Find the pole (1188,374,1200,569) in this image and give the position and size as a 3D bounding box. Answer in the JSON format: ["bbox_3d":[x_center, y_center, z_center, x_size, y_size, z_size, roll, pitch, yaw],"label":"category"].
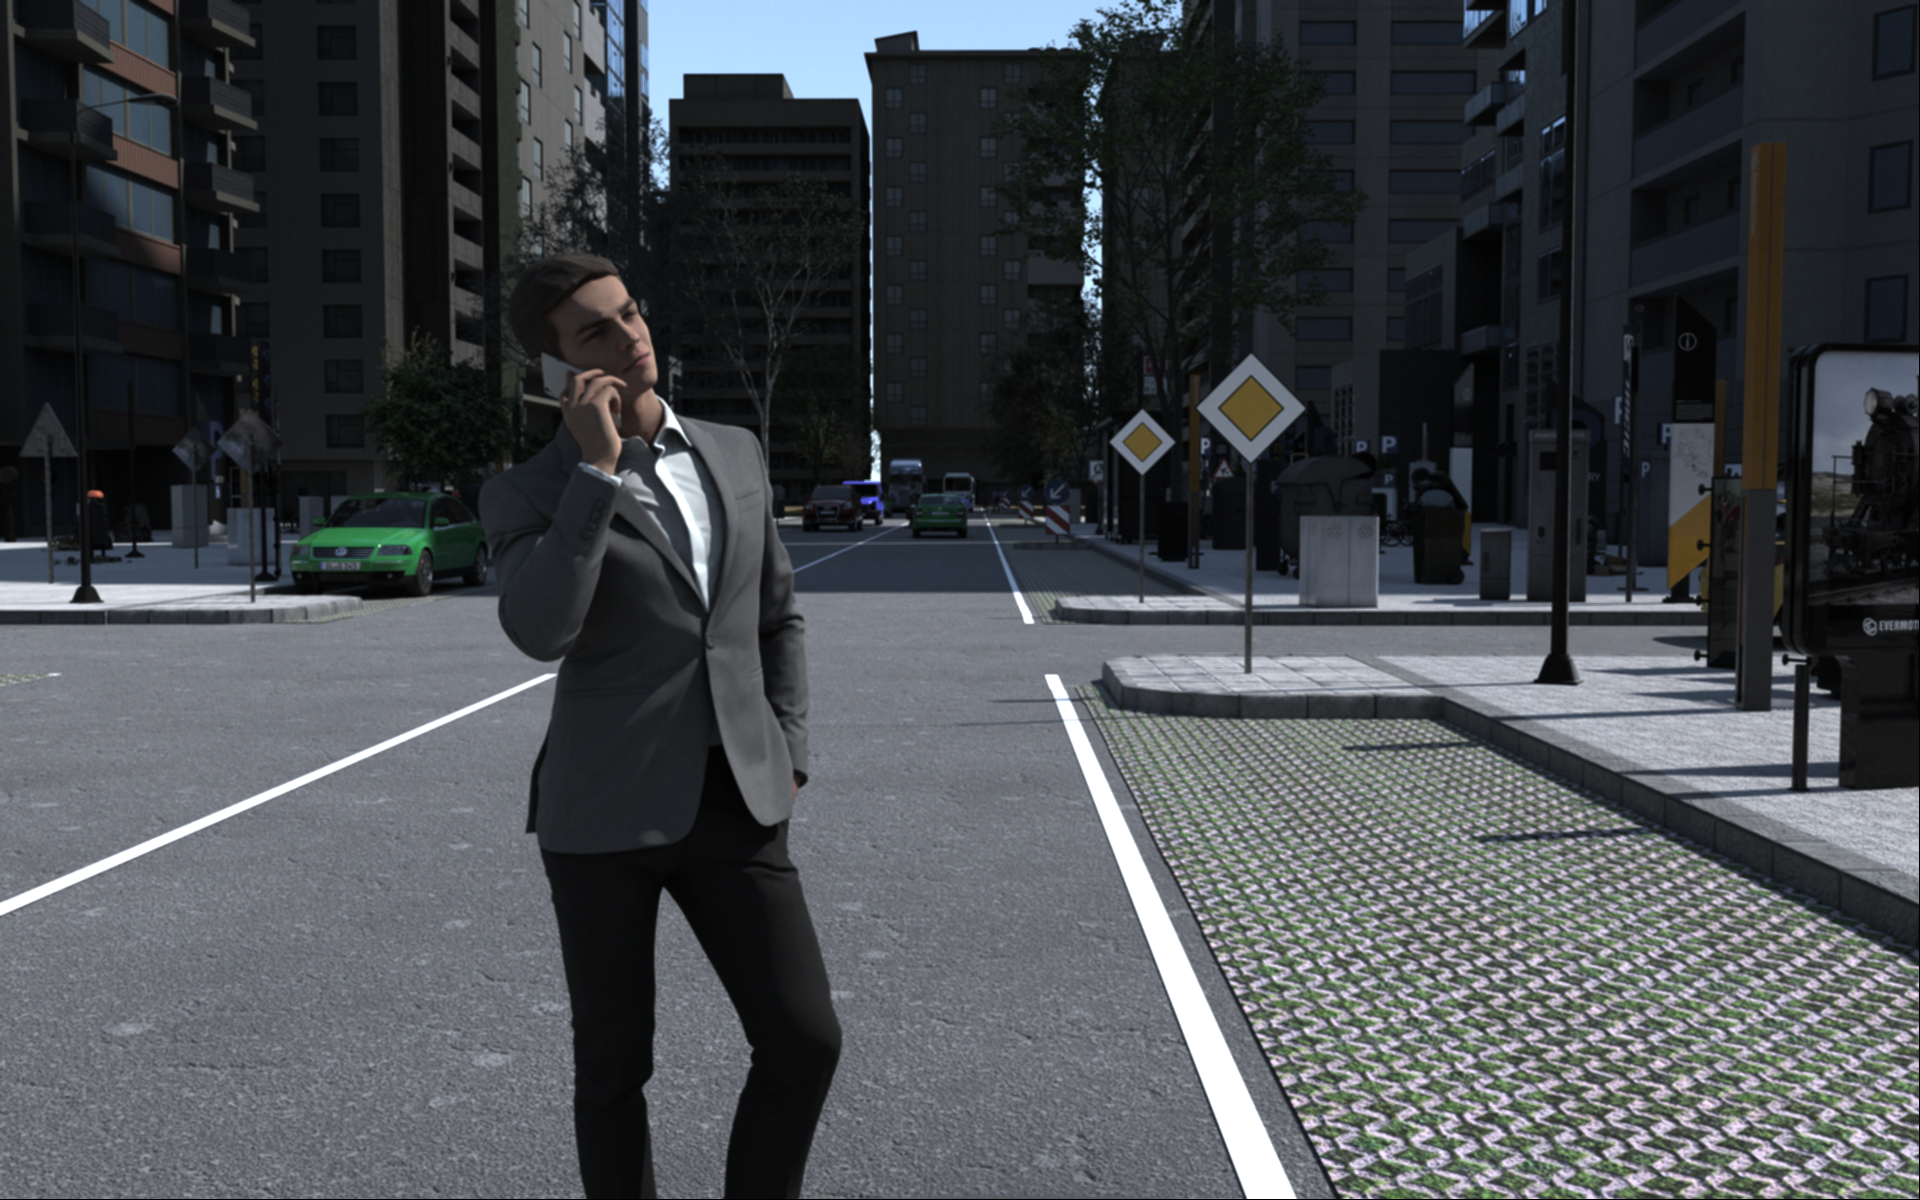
[{"bbox_3d":[4.010,-2.190,29.658,0.158,3.312,0.155,0,3,0],"label":"pole"}]

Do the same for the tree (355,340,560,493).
[{"bbox_3d":[-11.113,-3.265,37.096,4.285,4.588,4.351,0,3,0],"label":"tree"}]

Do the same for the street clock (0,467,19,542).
[{"bbox_3d":[-25.205,-2.529,45.914,0.471,2.002,0.358,1,4,14],"label":"street clock"}]

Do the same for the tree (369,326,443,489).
[{"bbox_3d":[-24.264,-7.725,76.671,4.737,8.622,4.395,0,3,0],"label":"tree"}]

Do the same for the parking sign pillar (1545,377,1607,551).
[{"bbox_3d":[14.139,-3.139,39.787,1.447,3.967,1.447,0,4,5],"label":"parking sign pillar"}]

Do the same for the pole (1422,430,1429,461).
[{"bbox_3d":[14.924,-3.778,55.617,0.158,3.312,0.155,0,3,0],"label":"pole"}]

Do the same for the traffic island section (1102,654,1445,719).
[{"bbox_3d":[2.081,0.604,12.404,2.009,0.180,2.903,0,4,1],"label":"traffic island section"}]

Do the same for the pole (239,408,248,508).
[{"bbox_3d":[-17.018,-2.898,41.224,0.158,3.312,0.155,0,3,0],"label":"pole"}]

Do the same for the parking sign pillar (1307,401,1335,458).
[{"bbox_3d":[10.536,-3.795,50.520,1.447,3.967,1.447,2,4,31],"label":"parking sign pillar"}]

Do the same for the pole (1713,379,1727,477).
[{"bbox_3d":[13.460,-2.255,30.718,0.158,3.312,0.155,0,3,0],"label":"pole"}]

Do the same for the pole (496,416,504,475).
[{"bbox_3d":[-11.580,-3.045,43.633,0.158,3.312,0.155,0,3,0],"label":"pole"}]

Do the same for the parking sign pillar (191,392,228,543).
[{"bbox_3d":[-20.059,-3.536,46.294,1.447,3.967,1.447,0,4,-4],"label":"parking sign pillar"}]

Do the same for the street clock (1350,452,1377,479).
[{"bbox_3d":[6.912,-1.546,29.843,0.471,2.002,0.358,0,4,-2],"label":"street clock"}]

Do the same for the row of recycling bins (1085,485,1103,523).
[{"bbox_3d":[7.306,-4.274,76.992,3.534,1.692,1.069,-1,4,-15],"label":"row of recycling bins"}]

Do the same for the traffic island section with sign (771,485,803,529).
[{"bbox_3d":[-7.584,-3.879,72.044,1.989,1.847,2.006,0,4,1],"label":"traffic island section with sign"}]

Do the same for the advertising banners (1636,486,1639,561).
[{"bbox_3d":[13.076,-2.261,33.153,0.090,3.025,2.074,2,4,34],"label":"advertising banners"}]

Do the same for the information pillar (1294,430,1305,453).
[{"bbox_3d":[12.358,-4.399,63.280,0.504,3.616,0.183,-1,4,-14],"label":"information pillar"}]

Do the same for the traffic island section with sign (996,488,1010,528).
[{"bbox_3d":[2.647,-3.923,72.776,1.989,1.847,2.006,0,4,1],"label":"traffic island section with sign"}]

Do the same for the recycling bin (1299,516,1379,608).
[{"bbox_3d":[4.324,-0.442,19.787,0.722,1.027,0.722,0,4,-6],"label":"recycling bin"}]

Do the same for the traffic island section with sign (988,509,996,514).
[{"bbox_3d":[3.113,-6.992,122.942,1.989,1.847,2.006,0,4,1],"label":"traffic island section with sign"}]

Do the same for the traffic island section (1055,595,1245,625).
[{"bbox_3d":[2.155,0.116,20.389,2.009,0.180,2.903,0,4,1],"label":"traffic island section"}]

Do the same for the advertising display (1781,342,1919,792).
[{"bbox_3d":[4.045,-0.142,7.539,0.974,1.923,0.123,-1,4,-13],"label":"advertising display"}]

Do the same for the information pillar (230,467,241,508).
[{"bbox_3d":[-19.740,-2.622,47.355,0.304,2.012,0.304,0,4,-6],"label":"information pillar"}]

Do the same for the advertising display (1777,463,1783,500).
[{"bbox_3d":[16.685,-1.871,35.797,0.974,1.923,0.123,2,4,25],"label":"advertising display"}]

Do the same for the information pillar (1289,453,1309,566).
[{"bbox_3d":[6.094,-1.629,31.124,0.304,2.012,0.304,1,4,15],"label":"information pillar"}]

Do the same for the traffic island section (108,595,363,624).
[{"bbox_3d":[-8.386,0.109,20.491,2.009,0.180,2.903,0,4,1],"label":"traffic island section"}]

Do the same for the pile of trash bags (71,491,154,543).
[{"bbox_3d":[-22.215,-2.165,45.143,1.912,1.369,3.447,-1,4,-16],"label":"pile of trash bags"}]

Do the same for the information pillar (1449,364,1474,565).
[{"bbox_3d":[9.010,-2.432,31.115,0.504,3.616,0.183,-2,4,-29],"label":"information pillar"}]

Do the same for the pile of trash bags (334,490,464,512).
[{"bbox_3d":[-13.567,-1.961,41.822,3.447,1.369,1.912,1,4,14],"label":"pile of trash bags"}]

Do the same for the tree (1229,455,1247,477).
[{"bbox_3d":[12.384,-4.981,76.047,1.663,3.219,1.824,0,3,0],"label":"tree"}]

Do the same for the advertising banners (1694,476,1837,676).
[{"bbox_3d":[6.129,-0.968,12.008,0.090,3.025,2.074,-3,4,-37],"label":"advertising banners"}]

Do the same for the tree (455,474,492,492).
[{"bbox_3d":[-20.330,-4.690,71.278,1.663,3.219,1.824,0,3,0],"label":"tree"}]

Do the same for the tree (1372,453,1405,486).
[{"bbox_3d":[16.949,-4.595,69.733,1.663,3.219,1.824,0,3,0],"label":"tree"}]

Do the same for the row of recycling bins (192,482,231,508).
[{"bbox_3d":[-24.118,-2.981,55.848,1.069,1.692,3.534,-1,4,-11],"label":"row of recycling bins"}]

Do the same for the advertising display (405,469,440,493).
[{"bbox_3d":[-12.444,-2.144,40.270,0.123,1.923,0.974,3,4,36],"label":"advertising display"}]

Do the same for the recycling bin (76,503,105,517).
[{"bbox_3d":[-24.522,-2.222,48.876,0.722,1.027,0.722,-2,4,-28],"label":"recycling bin"}]

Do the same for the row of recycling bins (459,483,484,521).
[{"bbox_3d":[-17.455,-3.537,64.940,1.069,1.692,3.534,2,4,25],"label":"row of recycling bins"}]

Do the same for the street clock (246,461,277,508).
[{"bbox_3d":[-14.655,-1.937,36.247,0.358,2.002,0.471,3,5,42],"label":"street clock"}]

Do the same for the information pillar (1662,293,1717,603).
[{"bbox_3d":[8.573,-1.771,20.315,0.504,3.616,0.183,0,4,3],"label":"information pillar"}]

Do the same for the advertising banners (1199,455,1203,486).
[{"bbox_3d":[7.474,-3.652,55.898,0.090,3.025,2.074,2,4,31],"label":"advertising banners"}]

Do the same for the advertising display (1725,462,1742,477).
[{"bbox_3d":[15.286,-1.804,34.714,0.974,1.923,0.123,3,5,40],"label":"advertising display"}]

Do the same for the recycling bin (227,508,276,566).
[{"bbox_3d":[-12.784,-1.149,31.335,0.722,1.027,0.722,-3,4,-39],"label":"recycling bin"}]

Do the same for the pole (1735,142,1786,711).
[{"bbox_3d":[4.716,-1.001,10.205,0.158,3.312,0.155,0,3,0],"label":"pole"}]

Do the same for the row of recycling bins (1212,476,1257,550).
[{"bbox_3d":[6.584,-2.099,41.432,1.069,1.692,3.534,1,4,14],"label":"row of recycling bins"}]

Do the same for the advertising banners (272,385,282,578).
[{"bbox_3d":[-10.771,-1.904,27.315,0.090,3.025,2.074,-1,4,-20],"label":"advertising banners"}]

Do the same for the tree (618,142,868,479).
[{"bbox_3d":[-11.944,-14.618,94.897,12.611,20.169,13.585,0,3,0],"label":"tree"}]

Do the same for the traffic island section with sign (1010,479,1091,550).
[{"bbox_3d":[2.397,-2.235,45.165,1.989,1.847,2.006,0,4,1],"label":"traffic island section with sign"}]

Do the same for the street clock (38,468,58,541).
[{"bbox_3d":[-24.926,-2.618,47.379,0.471,2.002,0.358,-2,4,-30],"label":"street clock"}]
